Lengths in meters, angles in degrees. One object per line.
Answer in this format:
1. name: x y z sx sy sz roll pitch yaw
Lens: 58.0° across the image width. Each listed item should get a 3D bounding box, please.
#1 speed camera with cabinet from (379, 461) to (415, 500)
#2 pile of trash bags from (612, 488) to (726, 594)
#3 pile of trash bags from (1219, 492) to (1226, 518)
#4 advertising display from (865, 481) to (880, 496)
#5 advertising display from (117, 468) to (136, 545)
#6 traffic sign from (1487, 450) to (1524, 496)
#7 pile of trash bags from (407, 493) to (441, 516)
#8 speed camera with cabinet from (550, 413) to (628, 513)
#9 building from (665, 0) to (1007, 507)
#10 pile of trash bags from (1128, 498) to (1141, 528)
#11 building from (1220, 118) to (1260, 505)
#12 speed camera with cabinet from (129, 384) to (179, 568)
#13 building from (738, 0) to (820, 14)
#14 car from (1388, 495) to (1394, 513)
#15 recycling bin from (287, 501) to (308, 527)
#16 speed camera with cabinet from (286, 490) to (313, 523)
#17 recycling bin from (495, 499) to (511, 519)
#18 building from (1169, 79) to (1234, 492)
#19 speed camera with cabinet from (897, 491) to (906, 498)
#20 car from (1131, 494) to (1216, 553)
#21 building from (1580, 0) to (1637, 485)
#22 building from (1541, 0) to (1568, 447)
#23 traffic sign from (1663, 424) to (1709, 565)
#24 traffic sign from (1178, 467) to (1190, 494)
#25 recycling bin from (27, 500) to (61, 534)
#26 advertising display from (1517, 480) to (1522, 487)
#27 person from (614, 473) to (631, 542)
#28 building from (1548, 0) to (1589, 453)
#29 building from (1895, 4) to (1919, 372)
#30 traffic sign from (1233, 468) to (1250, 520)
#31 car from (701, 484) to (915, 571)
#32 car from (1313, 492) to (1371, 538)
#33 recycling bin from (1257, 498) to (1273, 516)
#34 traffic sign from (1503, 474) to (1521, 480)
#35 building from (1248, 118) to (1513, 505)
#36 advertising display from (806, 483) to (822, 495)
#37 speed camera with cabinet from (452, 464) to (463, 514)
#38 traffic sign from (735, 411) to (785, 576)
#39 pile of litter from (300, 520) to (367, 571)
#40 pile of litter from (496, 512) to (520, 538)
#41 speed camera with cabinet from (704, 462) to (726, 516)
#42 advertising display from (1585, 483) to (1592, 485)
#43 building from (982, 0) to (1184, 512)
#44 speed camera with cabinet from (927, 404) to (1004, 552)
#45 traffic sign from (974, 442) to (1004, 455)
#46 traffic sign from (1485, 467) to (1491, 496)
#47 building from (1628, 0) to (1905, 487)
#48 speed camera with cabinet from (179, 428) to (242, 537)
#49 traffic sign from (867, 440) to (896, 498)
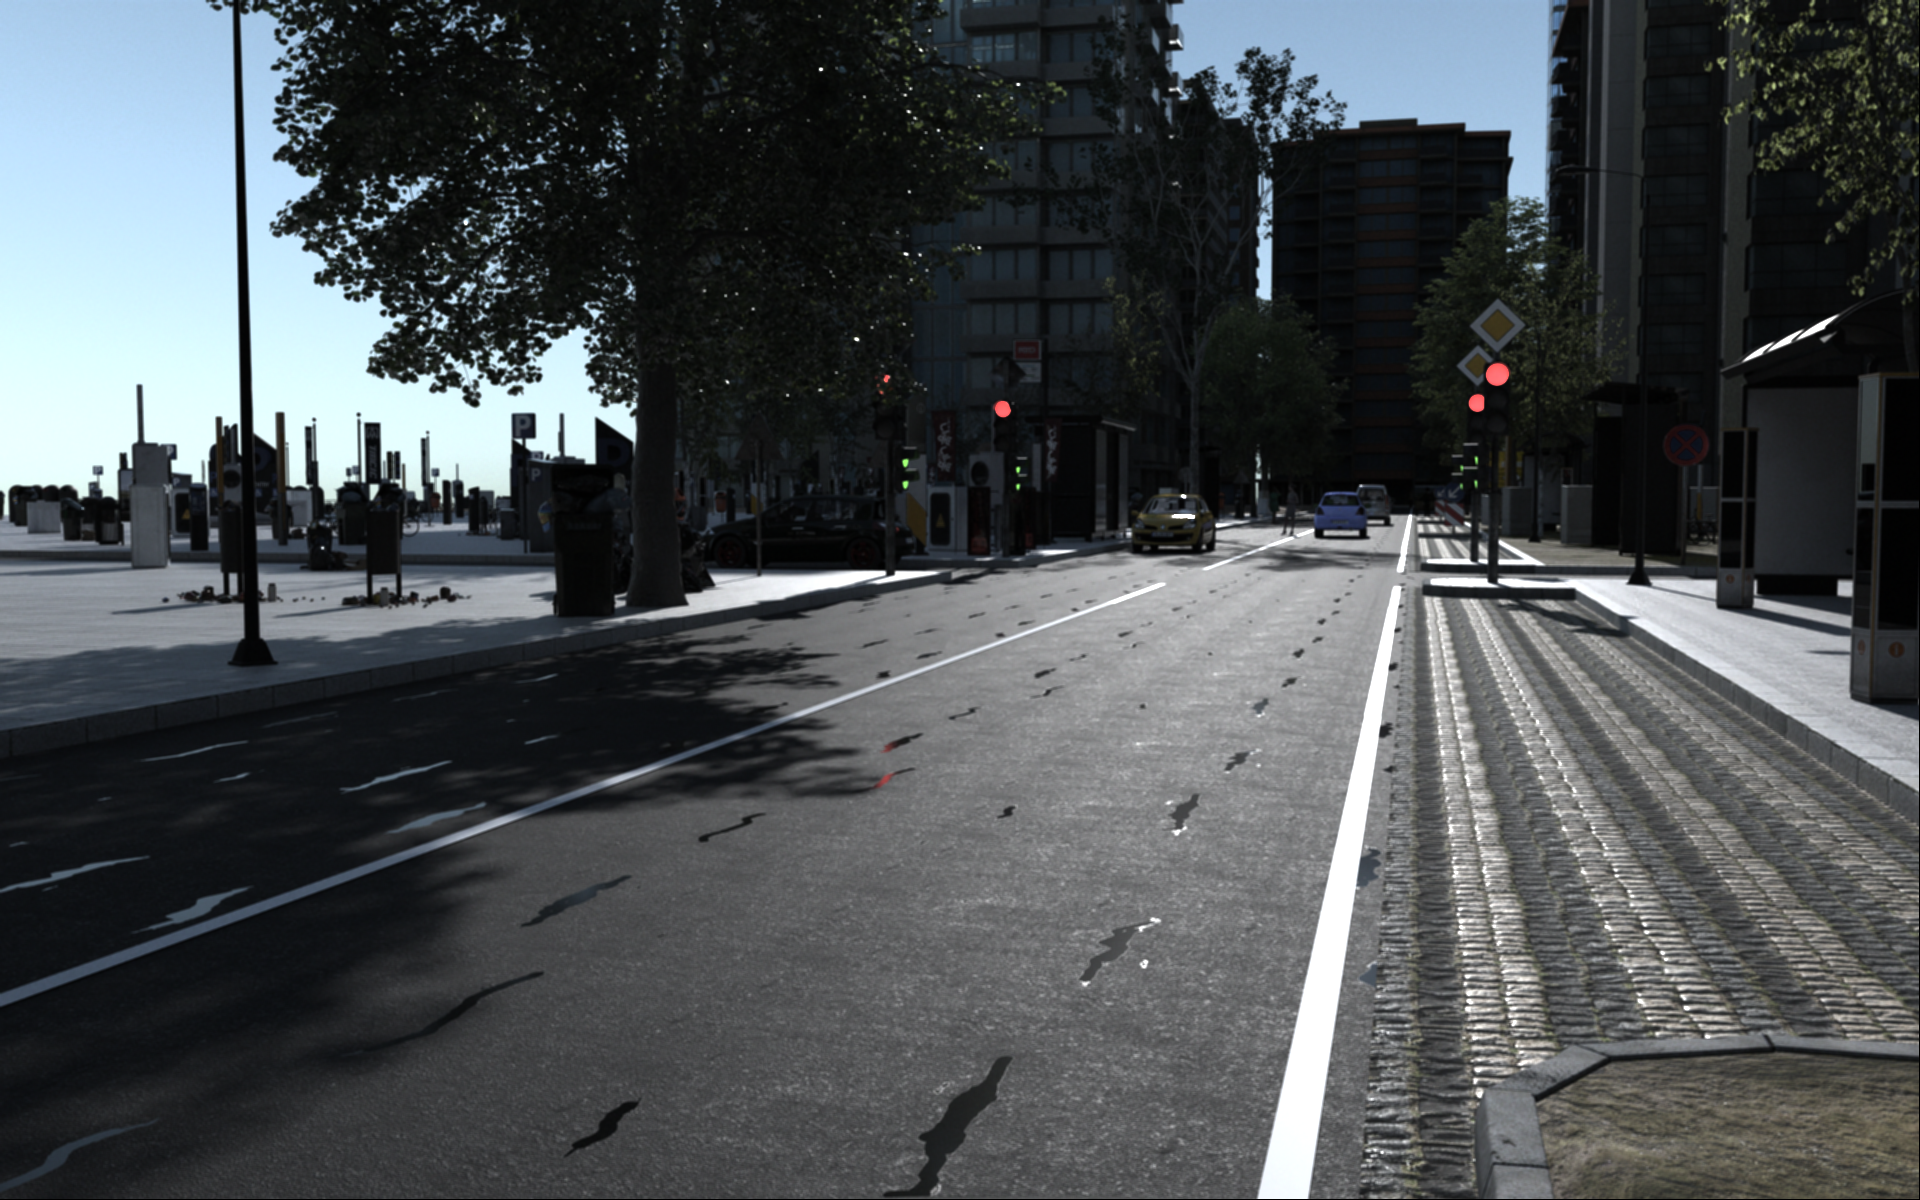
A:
1. speed camera with cabinet: -33.512 -6.649 103.053 2.038 3.252 0.660 -1 4 -21
2. pile of trash bags: -4.284 -0.865 23.896 1.912 1.369 3.447 0 4 1
3. pile of trash bags: 13.202 -5.154 94.013 1.912 1.369 3.447 -2 4 -32
4. advertising display: -4.413 -4.927 85.771 0.974 1.923 0.123 -2 4 -23
5. advertising display: -20.653 -2.349 43.618 0.974 1.923 0.123 -3 4 -36
6. traffic sign: 25.413 -5.286 80.298 2.265 3.308 0.079 1 4 21
7. pile of trash bags: -31.596 -5.515 99.917 3.447 1.369 1.912 0 4 7
8. speed camera with cabinet: -9.067 -2.935 42.321 2.038 3.252 0.660 2 4 31
9. building: -13.131 -33.834 172.793 30.456 49.044 23.786 1 4 15
10. pile of trash bags: 6.235 -3.527 67.415 1.912 1.369 3.447 0 4 7
11. building: 28.020 -34.077 207.262 14.200 45.320 14.600 1 4 15
12. speed camera with cabinet: -14.370 -2.228 30.766 0.660 3.252 2.038 -1 4 -22
13. building: -16.099 -47.874 220.996 20.611 71.187 20.563 1 4 15
14. car: 33.104 -7.574 136.197 2.083 1.381 4.827 1 4 16
15. recycling bin: -25.817 -3.353 67.382 0.722 1.027 0.722 -2 4 -29
16. speed camera with cabinet: -29.585 -5.006 76.181 0.660 3.252 2.038 3 4 38
17. recycling bin: -23.605 -4.721 89.746 0.722 1.027 0.722 1 4 14
18. building: 12.747 -28.793 162.644 23.993 40.220 32.217 1 4 15
19. speed camera with cabinet: -2.508 -5.508 84.386 0.660 3.252 2.038 1 4 16
20. car: 5.424 -2.052 43.769 2.015 1.641 3.980 1 4 15
21. building: 55.830 -35.559 123.381 21.231 58.520 28.212 1 4 15
22. building: 78.828 -54.054 196.448 31.000 86.520 22.319 1 4 15
23. traffic sign: 13.159 -1.916 31.433 0.768 2.556 0.104 1 4 22
24. traffic sign: 10.541 -4.937 80.828 0.768 2.556 0.104 1 4 15
25. recycling bin: -29.971 -2.698 56.668 0.722 1.027 0.722 1 4 17
26. advertising display: 25.318 -4.428 77.611 0.974 1.923 0.123 -2 4 -24
27. person: -6.118 -1.363 30.974 0.537 1.800 0.526 1 4 20
28. building: 63.402 -30.382 151.373 22.147 44.769 28.867 1 4 15
29. building: 38.021 -36.980 42.868 20.611 71.187 20.563 1 4 15
30. traffic sign: 14.117 -5.314 86.889 0.884 2.594 0.081 1 4 16
31. car: -2.944 -1.418 32.963 4.222 1.686 2.009 1 4 13
32. car: 12.829 -2.976 58.250 1.945 1.707 3.694 1 4 14
33. recycling bin: 18.327 -5.596 104.053 0.722 1.027 0.722 3 5 43
34. traffic sign: 25.416 -4.811 79.853 0.795 2.450 0.064 1 4 20
35. building: 49.859 -33.704 205.676 28.867 44.769 22.147 1 4 15
36. advertising display: -8.478 -5.835 100.618 0.974 1.923 0.123 -2 4 -33
37. speed camera with cabinet: -32.187 -7.284 113.429 2.038 3.252 0.660 -1 4 -16
38. traffic sign: -3.140 -1.652 27.018 0.884 2.594 0.081 2 4 23
39. pile of litter: -10.668 -0.952 29.535 1.176 0.858 1.719 -1 4 -14
40. pile of litter: -12.947 -2.250 50.758 1.176 0.858 1.719 -2 4 -32
41. speed camera with cabinet: -14.613 -6.701 103.892 2.038 3.252 0.660 2 4 30
42. advertising display: 36.604 -5.797 99.997 0.974 1.923 0.123 2 4 32
43. building: 4.154 -31.025 126.867 23.786 49.044 30.456 1 4 15
44. speed camera with cabinet: 0.146 -2.713 38.695 0.660 3.252 2.038 -3 5 -44
45. traffic sign: 0.694 -2.564 42.029 0.768 2.556 0.104 1 4 18
46. traffic sign: 23.687 -4.763 77.983 0.768 2.556 0.104 1 4 21
47. building: 43.705 -19.719 94.101 14.160 30.474 14.107 1 4 15
48. speed camera with cabinet: -22.526 -3.521 51.908 2.038 3.252 0.660 -1 4 -13
49. traffic sign: -1.494 -2.157 35.270 0.884 2.594 0.081 1 4 19
